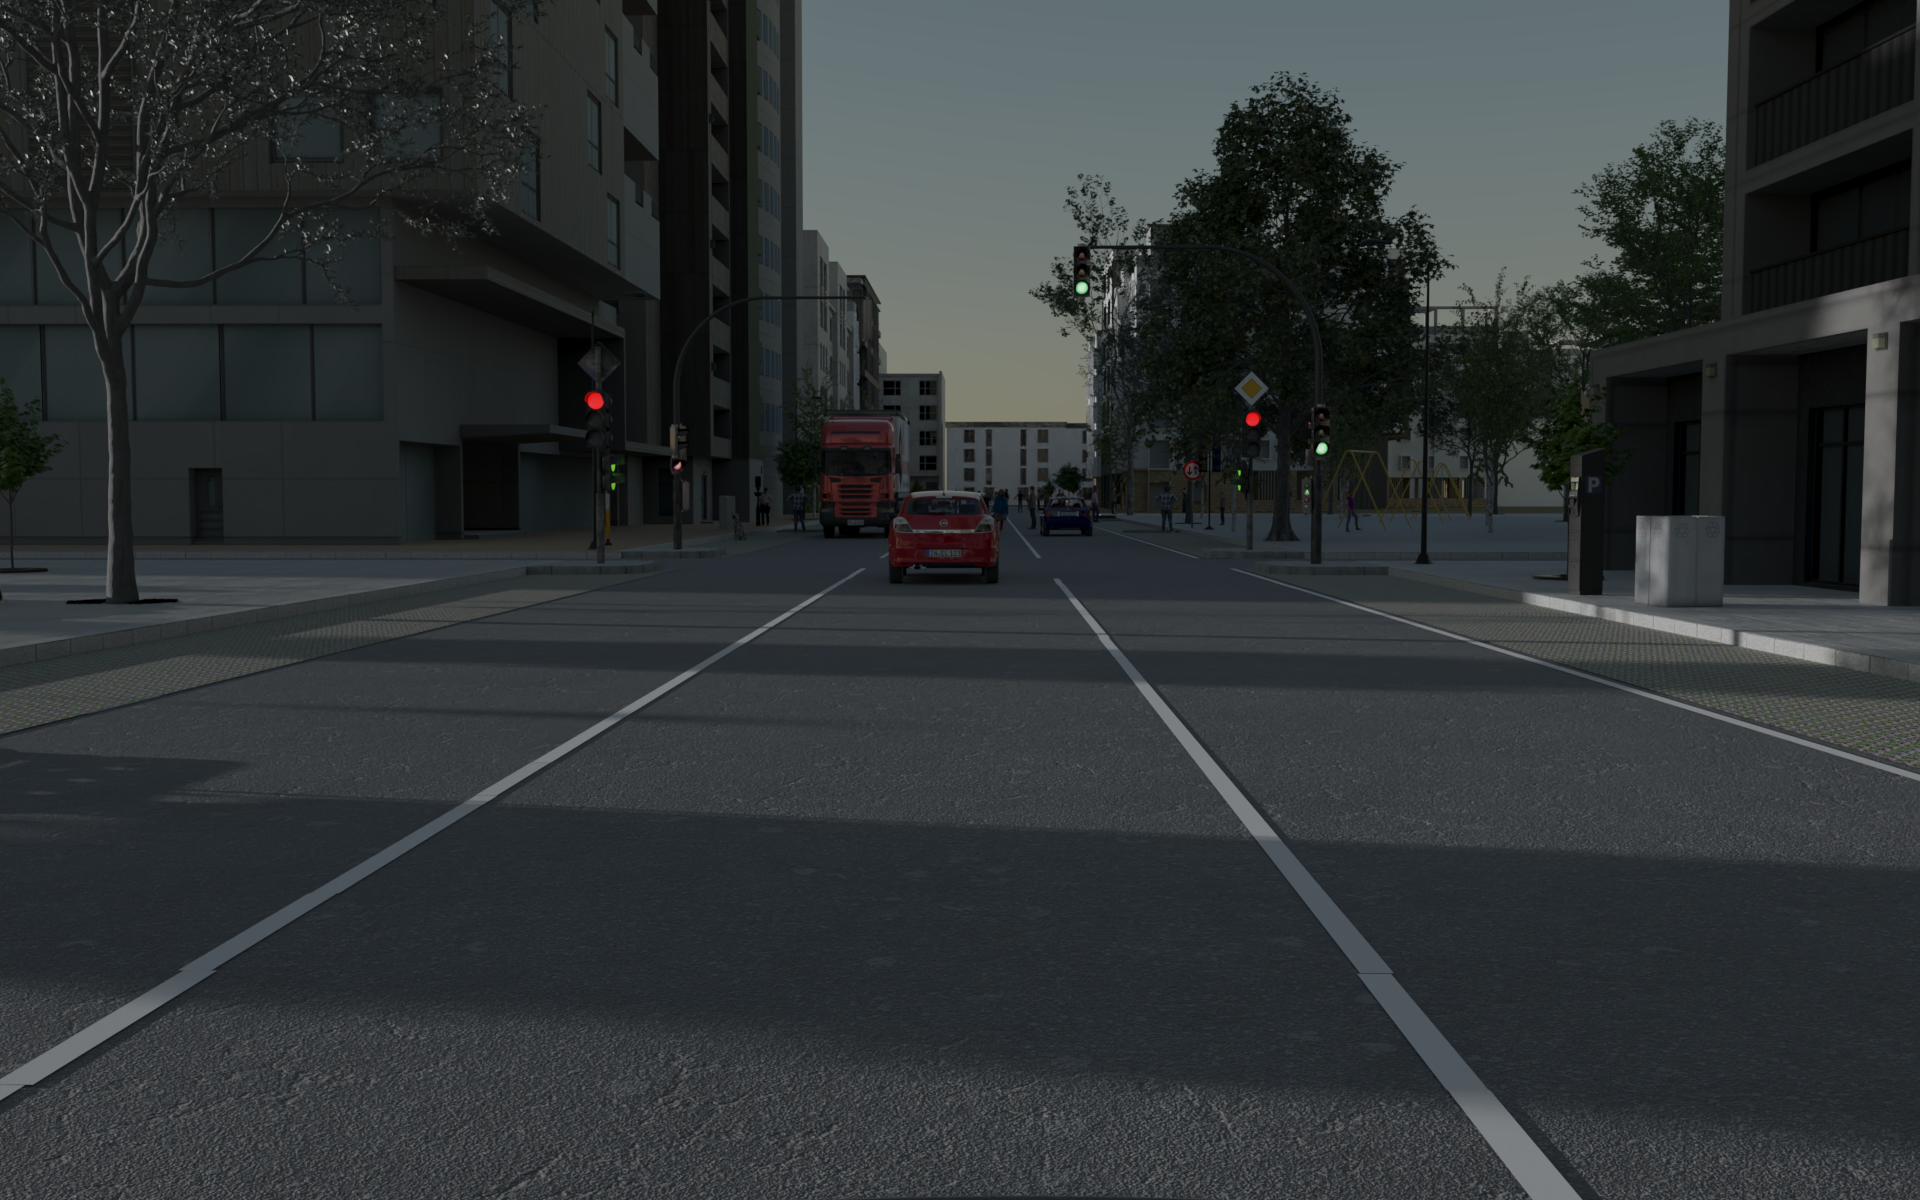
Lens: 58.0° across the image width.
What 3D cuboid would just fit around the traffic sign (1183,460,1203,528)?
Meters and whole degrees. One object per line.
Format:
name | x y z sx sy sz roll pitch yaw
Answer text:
traffic sign | 8.785 -3.998 65.470 0.768 2.556 0.104 0 4 6

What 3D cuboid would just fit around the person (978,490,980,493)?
person | 1.939 -10.288 176.721 1.348 1.822 0.705 0 4 2

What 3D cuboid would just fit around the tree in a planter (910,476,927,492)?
tree in a planter | -4.185 -10.509 169.051 1.991 3.239 1.994 0 4 1

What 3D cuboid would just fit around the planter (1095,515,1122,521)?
planter | 7.495 -4.302 91.485 1.991 0.319 1.994 0 4 1

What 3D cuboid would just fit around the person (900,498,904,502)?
person | -4.199 -6.850 120.363 0.599 1.838 0.709 -2 4 -33

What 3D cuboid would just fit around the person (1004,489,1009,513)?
person | 3.450 -7.422 129.814 0.705 1.831 1.348 -1 4 -18

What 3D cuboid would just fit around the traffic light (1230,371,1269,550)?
traffic light | 6.641 -3.106 39.706 0.839 4.253 0.868 0 4 1

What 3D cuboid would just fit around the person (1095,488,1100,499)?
person | 10.568 -7.757 133.580 0.721 1.736 1.217 -1 4 -13

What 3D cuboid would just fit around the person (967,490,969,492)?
person | 0.732 -9.423 162.652 0.705 1.814 1.350 -1 4 -23

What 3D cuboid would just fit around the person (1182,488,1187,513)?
person | 15.280 -6.769 117.519 0.445 1.727 0.742 1 4 9

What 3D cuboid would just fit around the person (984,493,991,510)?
person | 1.639 -5.705 104.318 0.480 1.512 0.613 0 4 0

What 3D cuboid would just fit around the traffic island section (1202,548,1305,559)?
traffic island section | 6.681 -1.073 39.819 2.009 0.180 2.903 0 4 1

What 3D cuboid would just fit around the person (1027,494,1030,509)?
person | 6.362 -9.296 163.709 0.599 1.433 0.991 0 4 -3

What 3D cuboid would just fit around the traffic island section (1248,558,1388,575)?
traffic island section | 6.555 -0.584 31.835 2.009 0.180 2.903 0 4 1

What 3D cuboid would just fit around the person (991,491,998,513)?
person | 2.077 -5.487 100.175 0.435 1.587 0.963 -1 4 -22

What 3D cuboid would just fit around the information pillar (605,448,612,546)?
information pillar | -8.799 -3.172 43.217 0.183 3.616 0.504 -1 4 -8

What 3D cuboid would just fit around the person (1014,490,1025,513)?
person | 4.681 -7.623 133.650 1.217 1.766 0.721 2 4 25

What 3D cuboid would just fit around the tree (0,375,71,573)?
tree | -15.736 -2.067 28.404 1.663 3.219 1.824 0 3 0

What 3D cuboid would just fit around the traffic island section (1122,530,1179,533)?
traffic island section | 7.069 -2.550 64.551 1.991 0.108 1.994 0 4 1

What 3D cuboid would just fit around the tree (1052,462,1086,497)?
tree | 10.842 -11.500 171.731 4.285 4.588 4.351 0 3 0

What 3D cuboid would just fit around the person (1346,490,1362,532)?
person | 13.386 -3.024 58.723 0.776 1.435 0.726 3 4 38

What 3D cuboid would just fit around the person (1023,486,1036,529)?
person | 2.792 -3.762 70.535 0.750 1.759 0.617 2 4 25

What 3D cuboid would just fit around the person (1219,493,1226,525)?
person | 10.840 -3.778 71.725 0.340 1.345 0.435 -1 4 -12

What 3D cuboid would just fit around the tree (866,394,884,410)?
tree | -7.197 -10.714 125.542 4.737 8.622 4.395 0 3 0

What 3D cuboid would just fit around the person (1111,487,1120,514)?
person | 9.919 -6.316 109.834 0.750 1.759 0.617 1 4 21

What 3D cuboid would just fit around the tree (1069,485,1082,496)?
tree | 11.672 -11.327 179.793 1.663 3.219 1.824 0 3 0

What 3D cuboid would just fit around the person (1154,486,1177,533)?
person | 7.483 -3.270 62.693 0.841 1.734 0.376 2 4 24

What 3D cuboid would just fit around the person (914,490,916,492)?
person | -3.597 -7.686 134.893 0.721 1.735 1.217 1 4 19

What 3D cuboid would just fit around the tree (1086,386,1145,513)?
tree | 10.426 -10.170 116.644 4.737 8.622 4.395 0 3 0

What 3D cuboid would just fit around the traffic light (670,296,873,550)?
traffic light | -4.406 -3.990 39.898 4.771 5.953 1.251 0 4 1

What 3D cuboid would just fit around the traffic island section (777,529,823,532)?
traffic island section | -5.820 -2.599 65.353 1.991 0.108 1.994 0 4 1

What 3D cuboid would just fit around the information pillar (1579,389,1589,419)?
information pillar | 13.970 -2.900 38.765 0.504 3.616 0.183 -2 4 -32

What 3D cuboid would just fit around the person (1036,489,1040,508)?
person | 6.548 -8.345 144.956 0.705 1.823 1.348 1 4 10

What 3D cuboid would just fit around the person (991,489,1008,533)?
person | 1.454 -3.255 63.417 0.593 1.614 0.444 1 4 20

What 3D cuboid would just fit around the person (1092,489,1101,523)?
person | 6.802 -4.712 86.487 0.436 1.711 0.756 0 4 -1

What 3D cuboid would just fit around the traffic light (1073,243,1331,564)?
traffic light | 4.423 -3.483 31.613 4.771 5.953 1.251 0 4 1

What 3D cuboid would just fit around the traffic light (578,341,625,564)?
traffic light | -6.624 -2.629 31.912 0.839 4.253 0.868 0 4 1

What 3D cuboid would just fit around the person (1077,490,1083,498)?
person | 8.522 -6.962 123.004 0.621 1.740 0.551 -2 4 -33

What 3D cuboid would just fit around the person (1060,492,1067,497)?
person | 6.649 -6.187 111.620 0.963 1.587 0.435 0 4 -4

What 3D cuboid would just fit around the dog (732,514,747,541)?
dog | -6.817 -2.226 53.228 0.513 0.831 0.800 0 4 2

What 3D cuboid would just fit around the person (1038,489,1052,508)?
person | 6.766 -7.752 135.347 1.348 1.812 0.705 0 4 1

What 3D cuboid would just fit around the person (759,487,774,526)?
person | -7.892 -3.805 70.472 0.614 1.554 0.590 0 4 -7

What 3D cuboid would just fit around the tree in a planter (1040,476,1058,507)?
tree in a planter | 8.710 -10.474 168.472 1.991 3.239 1.994 0 4 1

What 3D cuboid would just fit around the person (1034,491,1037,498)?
person | 7.871 -10.805 185.251 0.705 1.814 1.350 3 4 38

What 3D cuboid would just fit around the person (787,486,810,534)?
person | -5.825 -3.258 62.496 0.841 1.734 0.376 -1 4 -9

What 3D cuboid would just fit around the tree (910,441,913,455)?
tree | -6.457 -12.616 156.626 4.737 8.622 4.395 0 3 0

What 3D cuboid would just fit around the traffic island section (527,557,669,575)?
traffic island section | -6.664 -0.597 32.047 2.009 0.180 2.903 0 4 1

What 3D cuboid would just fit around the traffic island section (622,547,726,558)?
traffic island section | -6.539 -1.086 40.031 2.009 0.180 2.903 0 4 1

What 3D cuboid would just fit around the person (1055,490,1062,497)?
person | 8.531 -8.560 148.549 1.348 1.812 0.705 -3 4 -38
